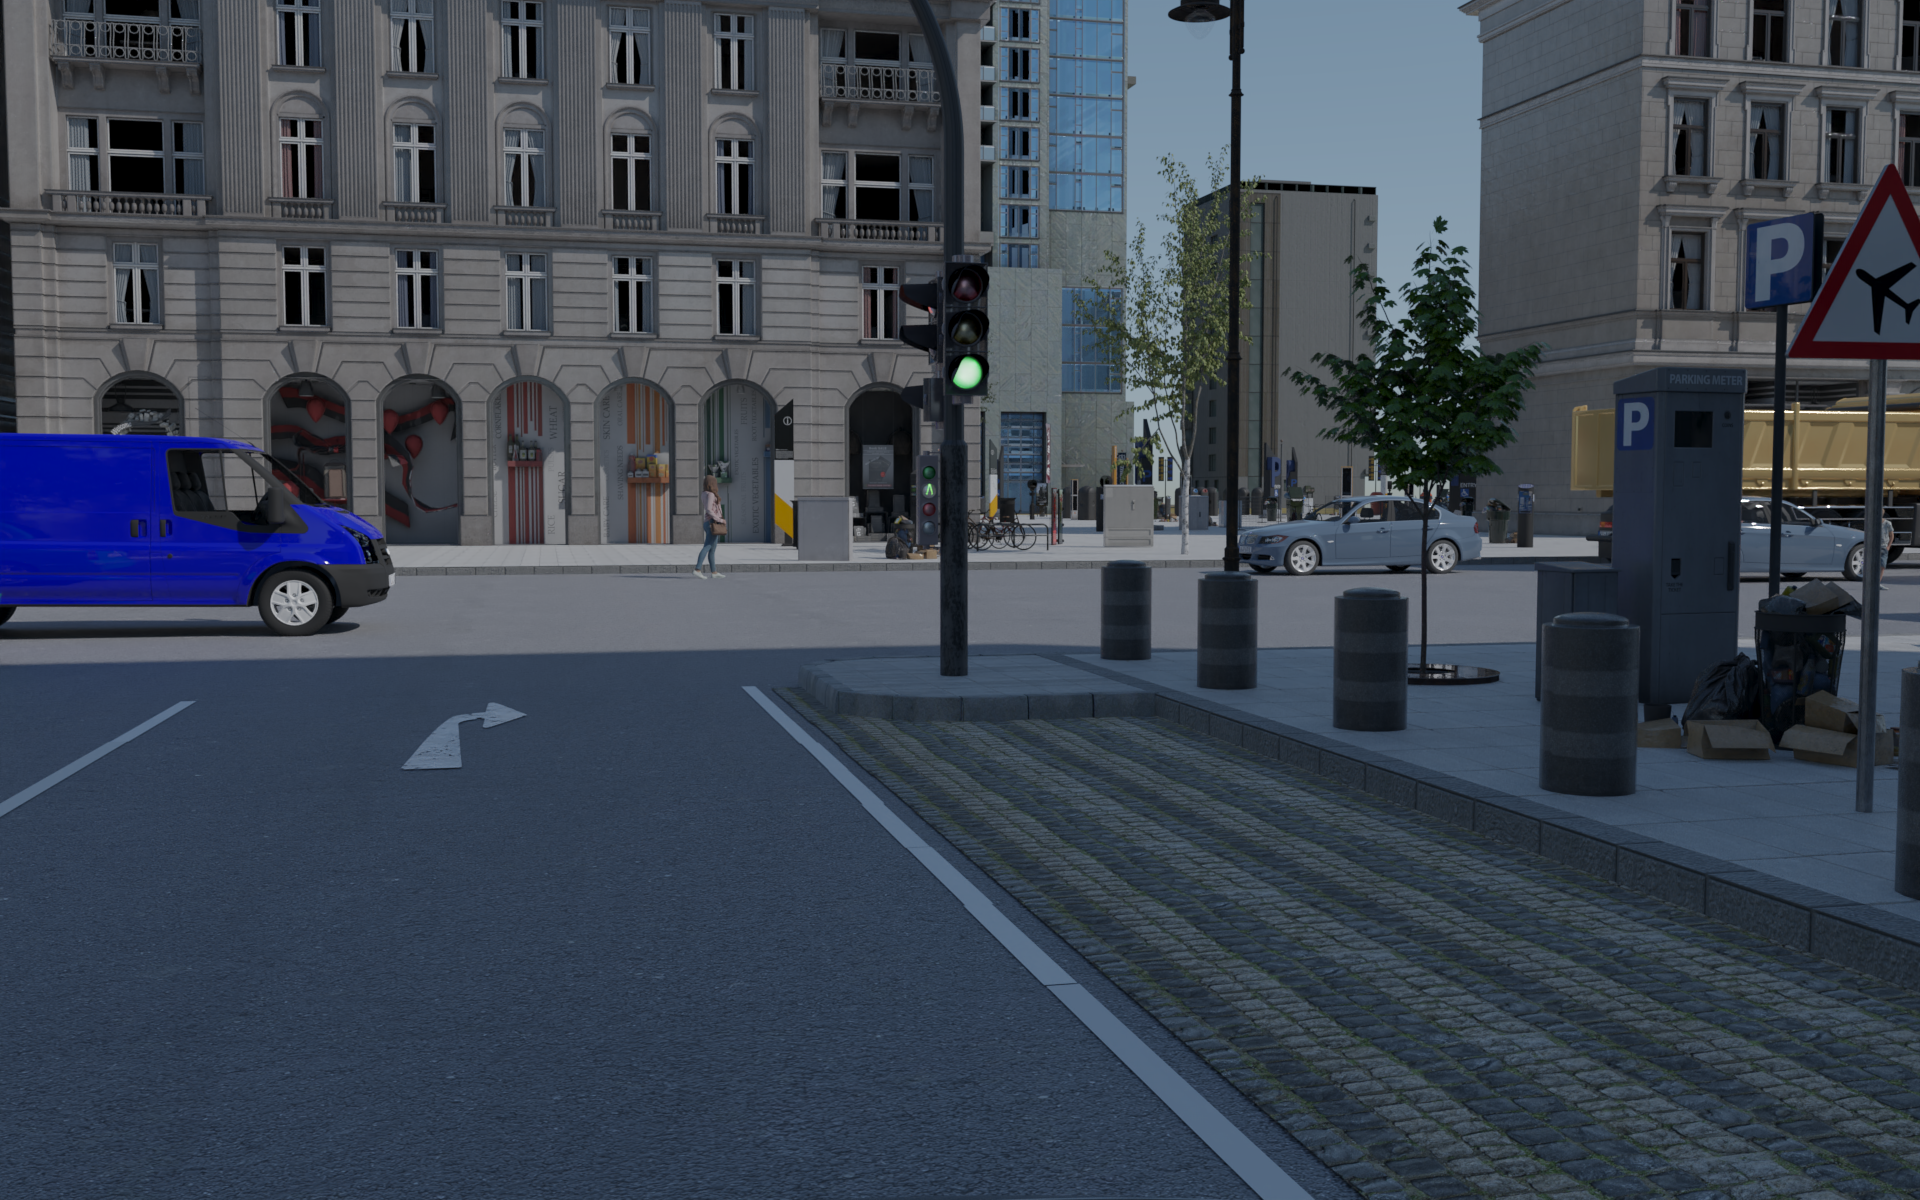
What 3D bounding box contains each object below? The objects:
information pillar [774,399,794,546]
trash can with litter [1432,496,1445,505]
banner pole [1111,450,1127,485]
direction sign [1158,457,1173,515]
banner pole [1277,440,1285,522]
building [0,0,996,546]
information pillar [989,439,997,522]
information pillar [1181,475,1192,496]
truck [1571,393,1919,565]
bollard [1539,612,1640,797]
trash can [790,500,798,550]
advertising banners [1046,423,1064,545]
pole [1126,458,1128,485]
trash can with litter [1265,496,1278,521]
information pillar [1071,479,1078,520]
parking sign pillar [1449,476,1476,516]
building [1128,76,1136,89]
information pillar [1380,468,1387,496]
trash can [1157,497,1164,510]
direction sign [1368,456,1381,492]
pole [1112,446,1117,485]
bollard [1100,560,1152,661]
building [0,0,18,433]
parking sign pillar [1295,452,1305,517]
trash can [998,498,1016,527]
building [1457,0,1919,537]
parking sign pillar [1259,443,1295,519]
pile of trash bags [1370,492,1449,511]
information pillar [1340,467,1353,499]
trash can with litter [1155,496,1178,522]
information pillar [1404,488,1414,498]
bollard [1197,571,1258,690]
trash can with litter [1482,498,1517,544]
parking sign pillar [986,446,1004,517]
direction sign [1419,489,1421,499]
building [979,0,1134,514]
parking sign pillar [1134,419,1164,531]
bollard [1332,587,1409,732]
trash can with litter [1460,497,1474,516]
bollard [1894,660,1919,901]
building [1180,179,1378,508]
[{"bbox_3d":[-4.288,-3.120,42.367,0.504,3.616,0.183,-1,4,-13],"label":"information pillar"},{"bbox_3d":[26.890,-5.216,96.665,1.055,1.170,0.624,-2,4,-34],"label":"trash can with litter"},{"bbox_3d":[8.898,-6.574,97.506,0.863,3.779,0.401,1,4,14],"label":"banner pole"},{"bbox_3d":[12.465,-6.915,105.064,0.876,3.537,0.379,0,4,4],"label":"direction sign"},{"bbox_3d":[14.791,-5.491,79.788,0.401,3.779,0.863,1,4,9],"label":"banner pole"},{"bbox_3d":[-12.054,-12.618,48.110,24.055,21.916,13.314,-1,4,-13],"label":"building"},{"bbox_3d":[1.406,-5.056,74.023,0.183,3.616,0.504,3,4,38],"label":"information pillar"},{"bbox_3d":[8.663,-3.786,66.389,0.304,2.012,0.304,3,4,36],"label":"information pillar"},{"bbox_3d":[16.867,-2.307,33.650,9.791,3.379,3.469,-1,4,-13],"label":"truck"},{"bbox_3d":[2.729,0.441,7.513,0.404,0.777,0.398,0,3,0],"label":"bollard"},{"bbox_3d":[-3.563,-1.737,40.055,0.748,1.137,0.748,0,3,0],"label":"trash can"},{"bbox_3d":[2.371,-2.895,43.515,0.090,3.025,2.074,1,4,15],"label":"advertising banners"},{"bbox_3d":[9.414,-6.370,97.999,0.158,3.312,0.155,0,3,0],"label":"pole"},{"bbox_3d":[14.596,-4.272,81.226,0.624,1.170,1.055,1,4,13],"label":"trash can with litter"},{"bbox_3d":[5.723,-5.030,86.728,0.304,2.012,0.304,-1,4,-11],"label":"information pillar"},{"bbox_3d":[29.044,-6.793,99.542,1.447,3.967,1.447,-1,4,-16],"label":"parking sign pillar"},{"bbox_3d":[-3.641,-28.088,151.122,32.217,40.220,23.993,-1,4,-13],"label":"building"},{"bbox_3d":[18.505,-5.154,75.614,0.183,3.616,0.504,-1,4,-13],"label":"information pillar"},{"bbox_3d":[10.486,-4.908,91.899,0.748,1.137,0.748,0,3,0],"label":"trash can"},{"bbox_3d":[24.711,-6.786,102.951,0.876,3.537,0.379,0,4,3],"label":"direction sign"},{"bbox_3d":[6.493,-4.842,73.007,0.158,3.312,0.155,0,3,0],"label":"pole"},{"bbox_3d":[1.296,0.074,13.514,0.404,0.777,0.398,0,3,0],"label":"bollard"},{"bbox_3d":[-32.187,-11.756,41.356,18.267,20.994,9.793,-1,4,-13],"label":"building"},{"bbox_3d":[18.883,-6.728,98.476,1.447,3.967,1.447,0,4,1],"label":"parking sign pillar"},{"bbox_3d":[1.849,-3.436,67.825,0.748,1.137,0.748,0,3,0],"label":"trash can"},{"bbox_3d":[19.697,-12.428,54.103,40.483,20.767,10.553,-1,4,-13],"label":"building"},{"bbox_3d":[16.441,-6.270,90.992,1.447,3.967,1.447,3,4,38],"label":"parking sign pillar"},{"bbox_3d":[17.743,-3.612,68.804,3.447,1.369,1.912,-1,4,-22],"label":"pile of trash bags"},{"bbox_3d":[10.347,-2.563,46.398,0.304,2.012,0.304,1,4,11],"label":"information pillar"},{"bbox_3d":[9.841,-4.226,80.146,1.678,1.210,2.233,2,4,26],"label":"trash can with litter"},{"bbox_3d":[19.775,-4.391,76.287,0.304,2.012,0.304,-1,4,-22],"label":"information pillar"},{"bbox_3d":[1.777,0.196,11.516,0.404,0.777,0.398,0,3,0],"label":"bollard"},{"bbox_3d":[14.156,-2.056,45.007,1.055,1.170,0.624,-1,4,-19],"label":"trash can with litter"},{"bbox_3d":[2.129,-6.567,95.837,1.447,3.967,1.447,1,4,9],"label":"parking sign pillar"},{"bbox_3d":[28.923,-7.148,108.873,0.379,3.537,0.876,0,4,2],"label":"direction sign"},{"bbox_3d":[-0.871,-49.509,122.152,22.319,86.520,31.000,-1,4,-13],"label":"building"},{"bbox_3d":[6.521,-4.460,61.388,1.447,3.967,1.447,0,4,-3],"label":"parking sign pillar"},{"bbox_3d":[2.256,0.318,9.517,0.404,0.777,0.398,0,3,0],"label":"bollard"},{"bbox_3d":[20.317,-3.567,69.713,0.624,1.170,1.055,0,4,4],"label":"trash can with litter"},{"bbox_3d":[3.212,0.563,5.515,0.404,0.777,0.398,0,3,0],"label":"bollard"},{"bbox_3d":[29.790,-23.957,163.402,14.107,30.474,14.160,-1,4,-13],"label":"building"}]
